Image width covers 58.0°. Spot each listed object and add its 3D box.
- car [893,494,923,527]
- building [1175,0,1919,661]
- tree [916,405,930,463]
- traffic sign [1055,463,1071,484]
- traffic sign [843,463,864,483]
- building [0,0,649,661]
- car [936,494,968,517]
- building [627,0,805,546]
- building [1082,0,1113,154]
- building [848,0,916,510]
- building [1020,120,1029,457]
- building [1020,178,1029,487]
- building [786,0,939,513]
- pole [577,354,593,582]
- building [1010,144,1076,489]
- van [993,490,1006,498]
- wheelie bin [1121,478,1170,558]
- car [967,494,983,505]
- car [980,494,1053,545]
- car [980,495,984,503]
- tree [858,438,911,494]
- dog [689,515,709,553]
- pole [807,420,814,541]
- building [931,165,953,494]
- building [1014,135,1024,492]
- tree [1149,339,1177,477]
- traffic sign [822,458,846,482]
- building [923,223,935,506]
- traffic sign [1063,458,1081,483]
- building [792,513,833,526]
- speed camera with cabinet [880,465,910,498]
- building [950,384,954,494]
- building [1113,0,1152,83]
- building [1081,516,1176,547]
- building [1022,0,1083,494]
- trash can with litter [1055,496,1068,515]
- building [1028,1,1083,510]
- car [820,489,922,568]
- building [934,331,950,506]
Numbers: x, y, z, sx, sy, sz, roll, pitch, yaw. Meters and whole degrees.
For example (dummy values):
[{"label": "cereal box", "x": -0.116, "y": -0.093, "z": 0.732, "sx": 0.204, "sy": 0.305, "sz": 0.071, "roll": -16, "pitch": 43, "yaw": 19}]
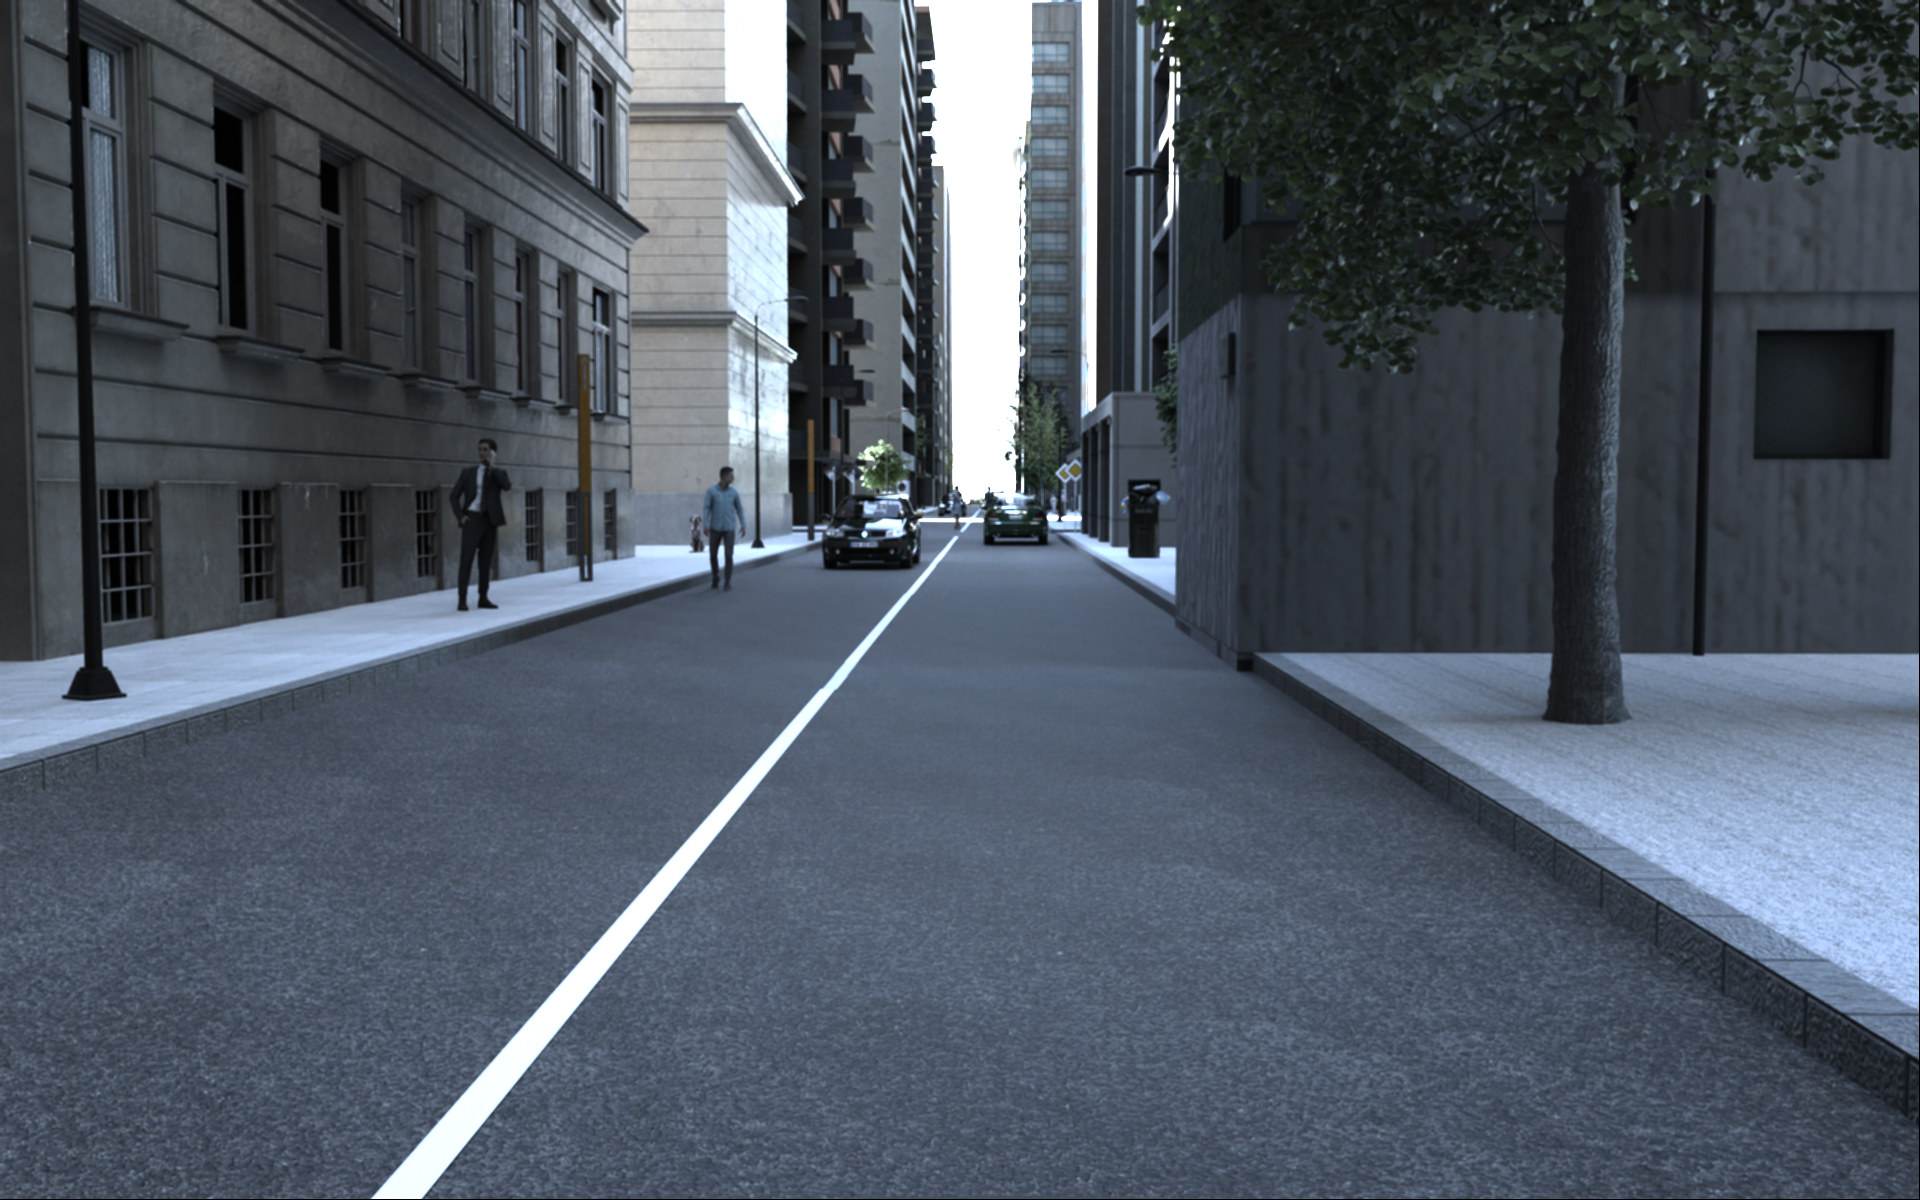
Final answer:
[{"label": "car", "x": -1.919, "y": -2.050, "z": 43.742, "sx": 2.015, "sy": 1.641, "sz": 3.980, "roll": 0, "pitch": 4, "yaw": 1}, {"label": "building", "x": 9.389, "y": -15.173, "z": 19.780, "sx": 14.160, "sy": 30.474, "sz": 14.107, "roll": 0, "pitch": 4, "yaw": 1}, {"label": "tree", "x": -4.376, "y": -11.438, "z": 137.378, "sx": 4.737, "sy": 8.622, "sz": 4.395, "roll": 0, "pitch": 3, "yaw": 0}, {"label": "traffic sign", "x": 3.920, "y": -3.795, "z": 64.246, "sx": 0.795, "sy": 2.593, "sz": 0.064, "roll": 0, "pitch": 4, "yaw": 1}, {"label": "traffic sign", "x": -3.972, "y": -3.806, "z": 64.416, "sx": 0.795, "sy": 2.593, "sz": 0.064, "roll": 0, "pitch": 4, "yaw": 1}, {"label": "building", "x": -14.171, "y": -11.461, "z": 20.675, "sx": 16.112, "sy": 22.955, "sz": 30.059, "roll": 0, "pitch": 4, "yaw": 1}, {"label": "car", "x": -0.482, "y": -6.193, "z": 111.044, "sx": 2.009, "sy": 1.686, "sz": 4.222, "roll": 0, "pitch": 4, "yaw": 2}, {"label": "building", "x": -16.634, "y": -15.998, "z": 48.949, "sx": 23.554, "sy": 28.519, "sz": 14.401, "roll": 0, "pitch": 4, "yaw": 1}, {"label": "building", "x": 13.977, "y": -27.199, "z": 94.820, "sx": 14.600, "sy": 45.320, "sz": 14.200, "roll": 0, "pitch": 4, "yaw": 1}, {"label": "building", "x": -14.262, "y": -30.523, "z": 122.759, "sx": 21.300, "sy": 48.544, "sz": 21.600, "roll": 0, "pitch": 4, "yaw": 1}, {"label": "building", "x": 18.176, "y": -33.371, "z": 200.240, "sx": 22.147, "sy": 44.769, "sz": 28.867, "roll": 0, "pitch": 4, "yaw": 1}, {"label": "building", "x": 15.406, "y": -35.754, "z": 234.695, "sx": 14.600, "sy": 45.320, "sz": 14.200, "roll": 0, "pitch": 4, "yaw": 1}, {"label": "building", "x": -13.216, "y": -30.569, "z": 154.425, "sx": 22.147, "sy": 44.769, "sz": 28.867, "roll": 0, "pitch": 4, "yaw": 1}, {"label": "pole", "x": -5.504, "y": -1.930, "z": 25.397, "sx": 0.158, "sy": 3.312, "sz": 0.155, "roll": 0, "pitch": 3, "yaw": 0}, {"label": "building", "x": 21.851, "y": -40.729, "z": 255.158, "sx": 28.713, "sy": 52.752, "sz": 27.495, "roll": 0, "pitch": 4, "yaw": 1}, {"label": "van", "x": 4.304, "y": -11.126, "z": 188.928, "sx": 2.013, "sy": 2.044, "sz": 4.112, "roll": 0, "pitch": 4, "yaw": 2}, {"label": "wheelie bin", "x": 3.739, "y": -1.650, "z": 34.885, "sx": 0.980, "sy": 1.594, "sz": 0.693, "roll": 0, "pitch": 4, "yaw": 6}, {"label": "car", "x": 1.976, "y": -13.251, "z": 226.871, "sx": 2.015, "sy": 1.641, "sz": 3.980, "roll": 0, "pitch": 4, "yaw": 0}, {"label": "car", "x": 1.634, "y": -2.361, "z": 50.394, "sx": 2.131, "sy": 1.459, "sz": 4.920, "roll": 0, "pitch": 4, "yaw": 2}, {"label": "car", "x": 3.043, "y": -16.682, "z": 285.333, "sx": 1.945, "sy": 1.354, "sz": 3.894, "roll": 0, "pitch": 4, "yaw": 0}, {"label": "tree", "x": -4.652, "y": -7.220, "z": 101.755, "sx": 4.285, "sy": 4.588, "sz": 4.351, "roll": 0, "pitch": 3, "yaw": 0}, {"label": "dog", "x": -5.689, "y": -1.453, "z": 38.136, "sx": 0.513, "sy": 0.831, "sz": 0.800, "roll": 3, "pitch": 4, "yaw": 39}, {"label": "pole", "x": -4.106, "y": -3.293, "z": 47.677, "sx": 0.158, "sy": 3.312, "sz": 0.155, "roll": 0, "pitch": 3, "yaw": 0}, {"label": "building", "x": -8.753, "y": -35.449, "z": 229.703, "sx": 14.600, "sy": 45.320, "sz": 14.200, "roll": 0, "pitch": 4, "yaw": 1}, {"label": "building", "x": 19.443, "y": -45.342, "z": 283.337, "sx": 21.231, "sy": 58.520, "sz": 28.212, "roll": 0, "pitch": 4, "yaw": 1}, {"label": "tree", "x": 5.016, "y": -2.917, "z": 31.411, "sx": 4.285, "sy": 4.588, "sz": 4.351, "roll": 0, "pitch": 3, "yaw": 0}, {"label": "traffic sign", "x": -4.124, "y": -3.318, "z": 56.432, "sx": 0.795, "sy": 2.593, "sz": 0.064, "roll": 0, "pitch": 4, "yaw": 1}, {"label": "building", "x": -9.845, "y": -24.743, "z": 176.248, "sx": 14.160, "sy": 30.474, "sz": 14.107, "roll": 0, "pitch": 4, "yaw": 1}, {"label": "traffic sign", "x": 3.768, "y": -3.307, "z": 56.262, "sx": 0.795, "sy": 2.593, "sz": 0.064, "roll": 0, "pitch": 4, "yaw": 1}, {"label": "building", "x": -15.528, "y": -26.101, "z": 81.379, "sx": 22.147, "sy": 44.769, "sz": 28.867, "roll": 0, "pitch": 4, "yaw": 1}, {"label": "speed camera with cabinet", "x": -4.290, "y": -7.225, "z": 112.463, "sx": 2.038, "sy": 3.252, "sz": 0.660, "roll": 1, "pitch": 4, "yaw": 22}, {"label": "building", "x": -15.121, "y": -25.809, "z": 267.014, "sx": 27.650, "sy": 21.520, "sz": 28.899, "roll": 0, "pitch": 4, "yaw": 1}, {"label": "building", "x": 19.146, "y": -25.574, "z": 72.754, "sx": 28.867, "sy": 44.769, "sz": 22.147, "roll": 0, "pitch": 4, "yaw": 1}, {"label": "building", "x": 13.929, "y": -37.035, "z": 43.768, "sx": 20.563, "sy": 71.187, "sz": 20.611, "roll": 0, "pitch": 4, "yaw": 1}, {"label": "building", "x": 17.578, "y": -52.381, "z": 169.093, "sx": 22.319, "sy": 86.520, "sz": 31.000, "roll": 0, "pitch": 4, "yaw": 1}, {"label": "trash can with litter", "x": 6.290, "y": -5.896, "z": 107.782, "sx": 0.624, "sy": 1.170, "sz": 1.055, "roll": 1, "pitch": 4, "yaw": 20}, {"label": "building", "x": 12.864, "y": -28.396, "z": 147.875, "sx": 14.154, "sy": 41.232, "sz": 14.086, "roll": 0, "pitch": 4, "yaw": 1}, {"label": "car", "x": -1.729, "y": -1.519, "z": 34.615, "sx": 2.009, "sy": 1.686, "sz": 4.222, "roll": 0, "pitch": 4, "yaw": 2}, {"label": "building", "x": -15.687, "y": -21.623, "z": 198.577, "sx": 27.650, "sy": 21.520, "sz": 28.899, "roll": 0, "pitch": 4, "yaw": 1}]
